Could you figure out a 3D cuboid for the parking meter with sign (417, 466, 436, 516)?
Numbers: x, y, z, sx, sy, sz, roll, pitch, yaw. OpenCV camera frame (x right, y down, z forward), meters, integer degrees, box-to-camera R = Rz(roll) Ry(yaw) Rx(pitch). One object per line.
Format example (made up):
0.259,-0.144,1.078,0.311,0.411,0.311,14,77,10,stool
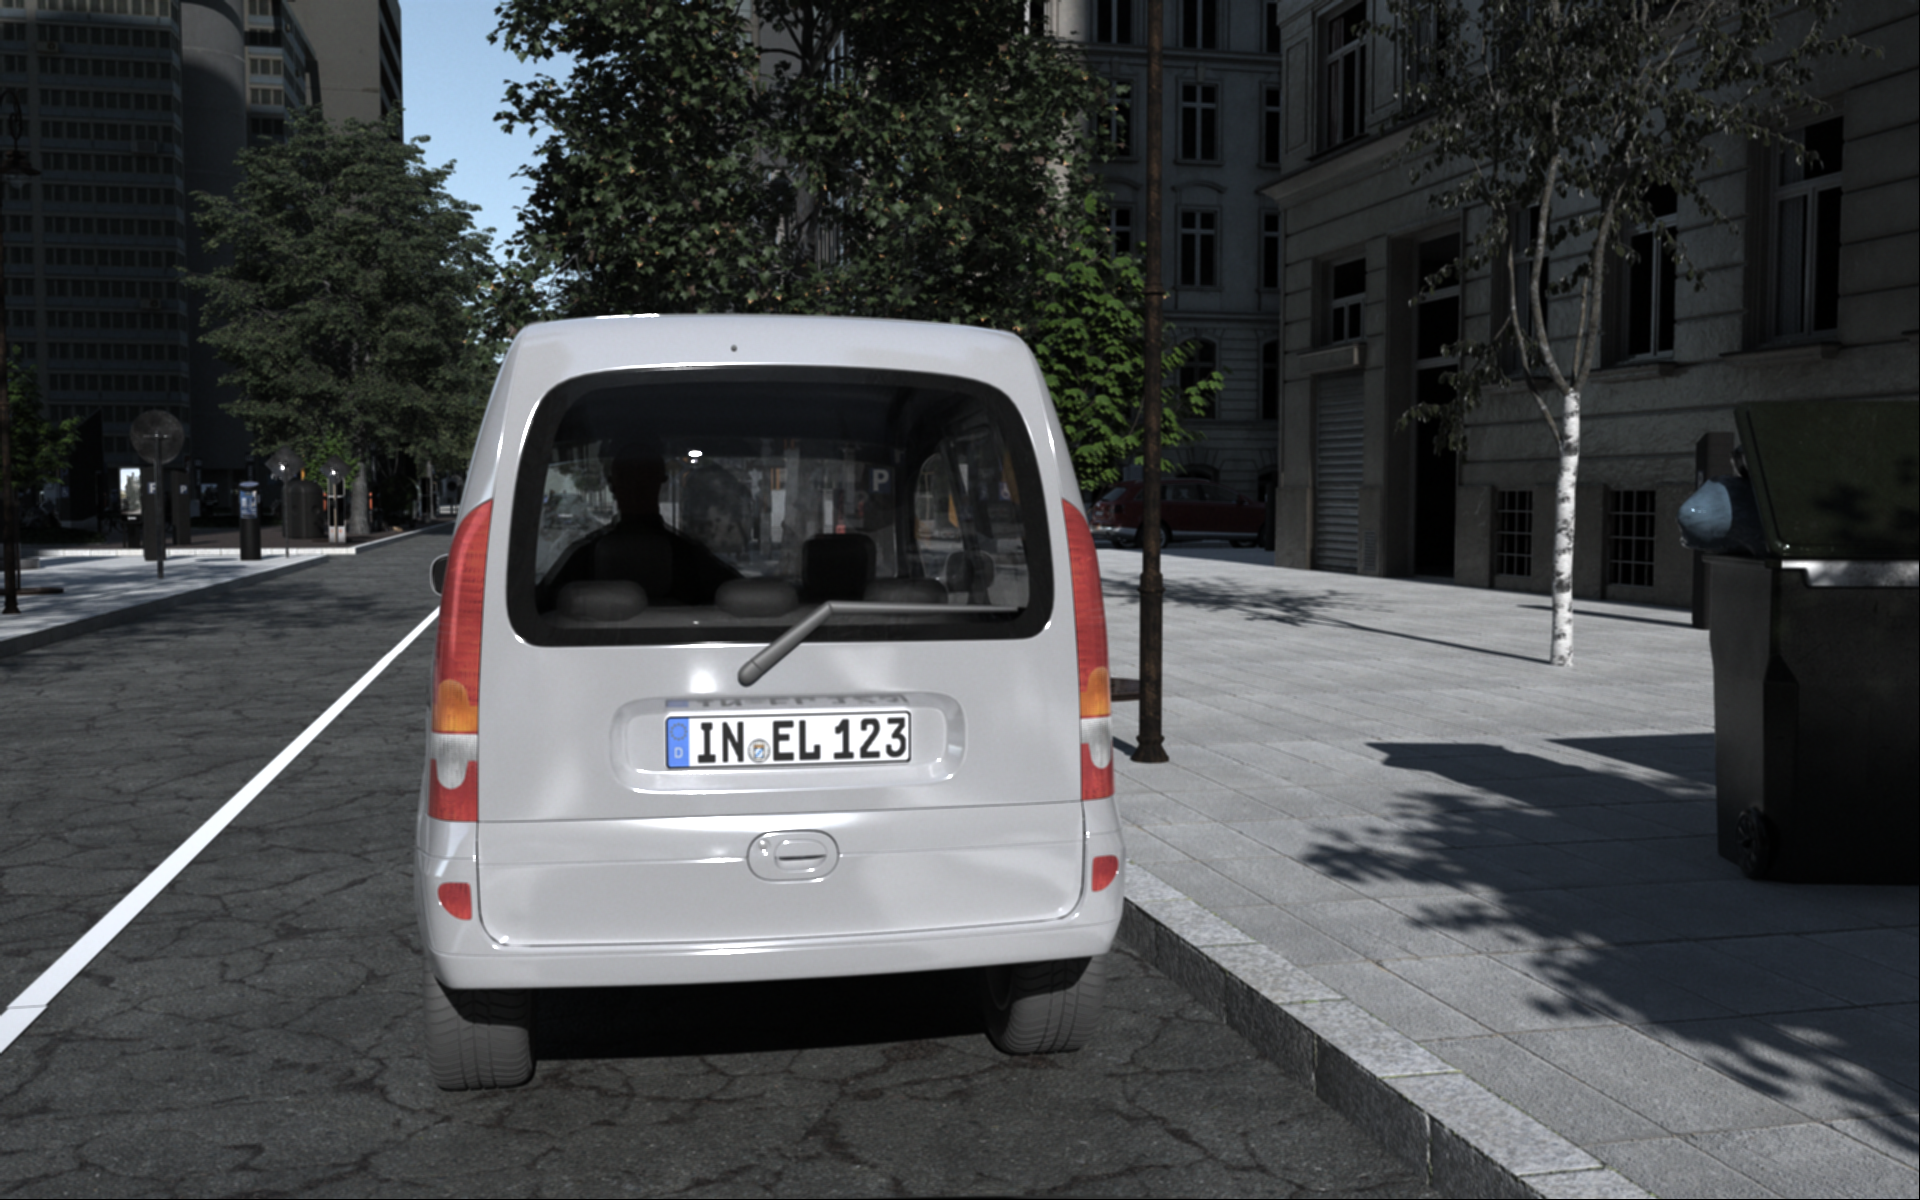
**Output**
-31.626,-6.501,102.545,0.543,3.016,1.738,0,4,6,parking meter with sign

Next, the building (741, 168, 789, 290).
-7.010,-16.331,108.813,13.314,21.916,24.055,-1,4,-13,building

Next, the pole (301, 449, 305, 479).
-29.943,-5.206,78.953,0.158,3.312,0.155,0,3,0,pole

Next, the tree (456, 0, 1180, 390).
-1.976,-6.446,22.397,9.611,12.733,9.660,0,3,0,tree

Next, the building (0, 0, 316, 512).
-59.665,-26.305,121.966,32.217,40.220,23.993,-1,4,-13,building

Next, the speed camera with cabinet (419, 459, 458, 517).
-29.504,-6.337,97.944,2.038,3.252,0.660,-3,5,-39,speed camera with cabinet

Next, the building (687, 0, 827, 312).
-16.832,-28.514,149.790,14.154,41.232,14.086,-1,4,-13,building

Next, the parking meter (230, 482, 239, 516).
-35.211,-4.794,84.089,0.255,1.863,0.399,-3,5,-44,parking meter

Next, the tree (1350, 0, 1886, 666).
4.663,-3.826,12.923,4.360,8.622,3.978,0,3,0,tree

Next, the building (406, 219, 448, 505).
-79.853,-31.728,210.641,32.217,40.220,23.993,-1,4,-13,building

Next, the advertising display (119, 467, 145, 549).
-19.556,-2.186,40.957,0.974,1.923,0.123,2,4,35,advertising display

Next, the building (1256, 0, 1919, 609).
15.829,-11.276,17.644,16.112,22.955,30.059,-1,4,-13,building

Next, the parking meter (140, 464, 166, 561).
-15.512,-1.686,33.280,0.399,1.863,0.255,-2,4,-33,parking meter

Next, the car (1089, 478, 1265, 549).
5.815,-2.072,42.557,5.304,1.827,2.281,-1,4,-15,car

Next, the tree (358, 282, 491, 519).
-27.616,-10.486,89.567,7.486,12.596,7.792,0,3,0,tree

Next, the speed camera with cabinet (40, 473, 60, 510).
-52.667,-6.482,100.323,2.038,3.252,0.660,3,5,45,speed camera with cabinet

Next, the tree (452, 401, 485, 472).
-34.254,-10.507,122.149,4.737,8.622,4.395,0,3,0,tree

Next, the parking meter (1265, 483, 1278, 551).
7.071,-1.875,39.062,0.372,1.533,0.369,0,3,0,parking meter

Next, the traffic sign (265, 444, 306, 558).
-13.541,-1.906,34.813,0.795,2.450,0.064,-1,4,-13,traffic sign

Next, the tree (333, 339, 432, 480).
-23.247,-7.347,70.491,4.360,8.622,3.978,0,3,0,tree

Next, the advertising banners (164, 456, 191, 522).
-35.262,-5.014,78.162,0.090,3.025,2.074,1,4,8,advertising banners

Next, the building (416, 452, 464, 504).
-83.256,-24.005,237.518,27.650,21.520,28.899,-1,4,-13,building

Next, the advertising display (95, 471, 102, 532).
-24.593,-2.707,49.469,0.123,1.923,0.974,-2,4,-28,advertising display

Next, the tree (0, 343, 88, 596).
-12.008,-1.690,22.231,1.663,3.219,1.824,0,3,0,tree

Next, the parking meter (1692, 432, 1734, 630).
7.159,-0.658,16.473,0.255,1.863,0.399,1,4,8,parking meter

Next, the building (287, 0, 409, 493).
-58.592,-31.903,145.310,21.300,48.544,21.600,-1,4,-13,building

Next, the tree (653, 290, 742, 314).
-8.474,-7.322,54.132,7.601,10.594,8.767,-3,5,-42,tree

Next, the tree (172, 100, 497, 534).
-19.368,-9.082,55.138,9.857,13.997,8.962,0,3,0,tree

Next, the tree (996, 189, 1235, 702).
0.916,-1.008,11.078,1.663,3.219,1.824,0,3,0,tree

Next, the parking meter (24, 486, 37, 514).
-37.373,-3.909,69.628,0.399,1.863,0.255,1,4,9,parking meter

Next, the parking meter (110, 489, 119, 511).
-45.883,-5.235,94.004,0.372,1.533,0.369,0,3,0,parking meter

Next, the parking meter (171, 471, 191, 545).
-19.583,-2.315,43.559,0.255,1.863,0.399,2,4,32,parking meter

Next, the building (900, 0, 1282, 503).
15.429,-15.026,64.752,34.723,24.649,14.460,-1,4,-13,building

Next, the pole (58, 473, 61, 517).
-50.124,-6.273,96.410,0.158,3.312,0.155,0,3,0,pole

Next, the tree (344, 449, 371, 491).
-38.742,-7.796,111.175,4.285,4.588,4.351,0,3,0,tree

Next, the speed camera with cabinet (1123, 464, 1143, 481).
6.211,-3.700,54.828,2.038,3.252,0.660,0,4,-2,speed camera with cabinet

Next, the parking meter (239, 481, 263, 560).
-13.769,-1.539,33.581,0.372,1.533,0.369,0,3,0,parking meter

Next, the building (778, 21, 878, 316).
-1.166,-17.562,84.396,12.463,27.353,25.104,-1,4,-13,building

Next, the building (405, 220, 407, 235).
-60.011,-23.983,163.823,14.160,30.474,14.107,-1,4,-13,building

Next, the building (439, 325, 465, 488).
-81.963,-29.887,260.348,14.160,30.474,14.107,-1,4,-13,building

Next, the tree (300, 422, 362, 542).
-16.881,-3.192,46.795,1.663,3.219,1.824,0,3,0,tree

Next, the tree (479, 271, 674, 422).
-15.462,-10.318,79.071,12.009,13.543,11.850,0,3,0,tree

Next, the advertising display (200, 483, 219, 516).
-43.739,-5.855,100.950,0.974,1.923,0.123,-1,4,-12,advertising display
